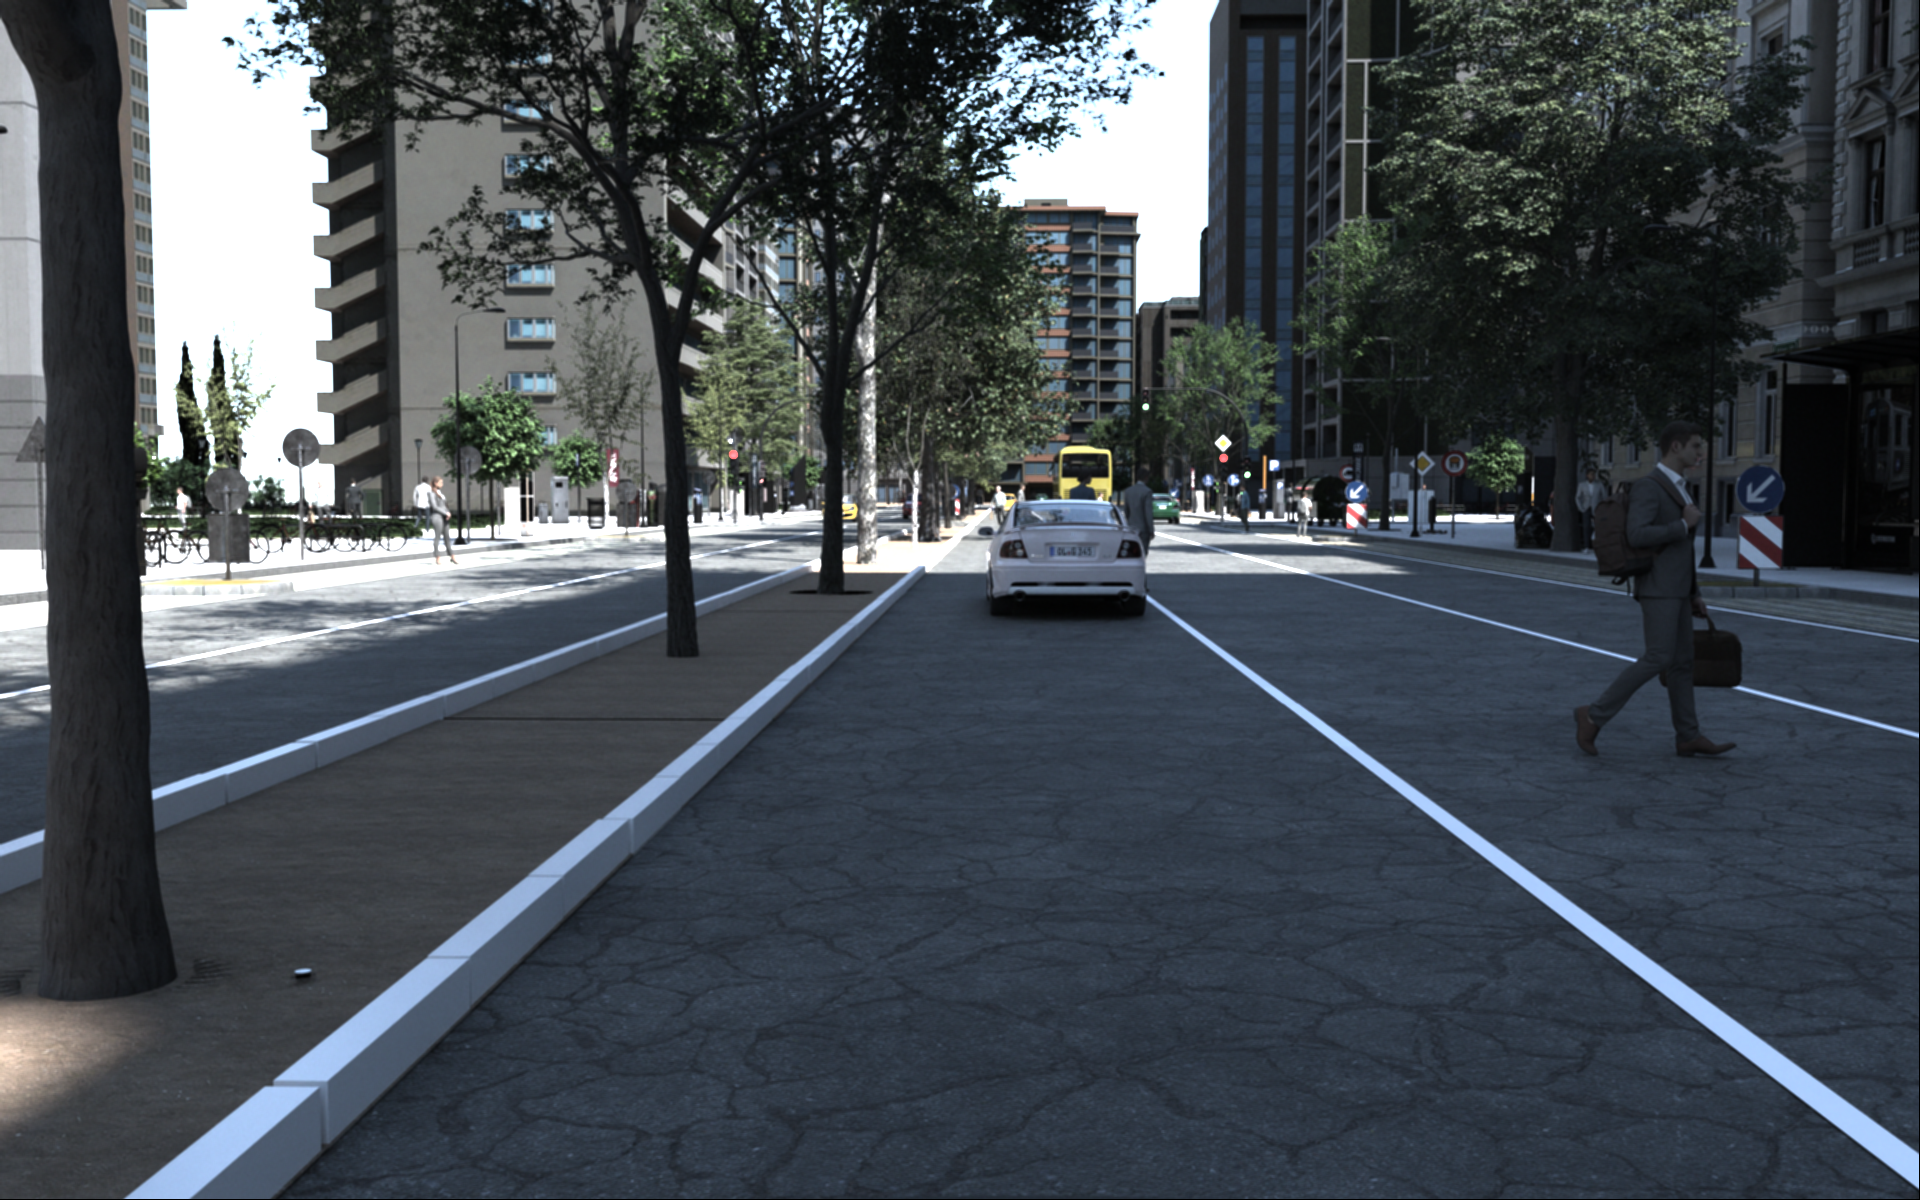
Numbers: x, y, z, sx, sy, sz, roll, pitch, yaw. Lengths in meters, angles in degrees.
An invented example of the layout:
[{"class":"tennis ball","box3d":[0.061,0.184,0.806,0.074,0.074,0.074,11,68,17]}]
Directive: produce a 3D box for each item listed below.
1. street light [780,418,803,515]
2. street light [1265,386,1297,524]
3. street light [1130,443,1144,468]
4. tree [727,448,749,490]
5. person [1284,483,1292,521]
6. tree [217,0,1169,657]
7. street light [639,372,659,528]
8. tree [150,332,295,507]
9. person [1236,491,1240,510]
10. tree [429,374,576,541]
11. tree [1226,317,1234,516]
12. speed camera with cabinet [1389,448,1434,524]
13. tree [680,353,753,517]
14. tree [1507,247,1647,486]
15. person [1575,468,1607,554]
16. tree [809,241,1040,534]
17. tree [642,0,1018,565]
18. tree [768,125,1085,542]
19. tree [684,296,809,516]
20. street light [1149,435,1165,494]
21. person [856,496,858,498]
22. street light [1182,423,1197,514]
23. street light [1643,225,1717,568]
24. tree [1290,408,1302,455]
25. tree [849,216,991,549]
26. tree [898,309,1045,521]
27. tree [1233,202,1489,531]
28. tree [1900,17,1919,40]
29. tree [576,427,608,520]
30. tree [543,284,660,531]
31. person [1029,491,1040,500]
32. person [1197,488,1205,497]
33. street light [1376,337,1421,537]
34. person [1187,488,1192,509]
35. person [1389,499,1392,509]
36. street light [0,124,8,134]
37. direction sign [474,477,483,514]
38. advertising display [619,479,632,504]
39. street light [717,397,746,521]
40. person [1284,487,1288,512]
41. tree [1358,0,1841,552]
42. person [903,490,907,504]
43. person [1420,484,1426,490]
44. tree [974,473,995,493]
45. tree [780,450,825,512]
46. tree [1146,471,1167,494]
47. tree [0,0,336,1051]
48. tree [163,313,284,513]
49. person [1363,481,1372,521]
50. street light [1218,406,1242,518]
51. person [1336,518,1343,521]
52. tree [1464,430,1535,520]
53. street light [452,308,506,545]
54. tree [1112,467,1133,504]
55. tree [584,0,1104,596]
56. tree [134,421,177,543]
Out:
[{"class":"street light","box3d":[-10.298,-8.153,105.843,1.470,5.913,1.316,0,4,2]},{"class":"street light","box3d":[13.762,-6.218,74.203,1.470,5.913,1.316,0,4,2]},{"class":"street light","box3d":[16.030,-11.265,156.728,1.470,5.913,1.316,0,4,2]},{"class":"tree","box3d":[-15.530,-8.440,121.712,4.285,4.588,4.351,0,3,0]},{"class":"person","box3d":[15.666,-4.649,82.238,0.473,1.802,0.592,-1,4,-11]},{"class":"tree","box3d":[-2.402,-4.793,15.238,8.767,10.594,7.601,0,4,2]},{"class":"street light","box3d":[-11.396,-5.659,65.063,1.470,5.913,1.316,0,4,2]},{"class":"tree","box3d":[-63.685,-14.837,144.407,13.155,14.587,18.604,-1,4,-10]},{"class":"person","box3d":[20.231,-7.147,125.492,0.503,1.515,0.523,1,4,9]},{"class":"tree","box3d":[-12.911,-3.913,47.694,4.285,4.588,4.351,0,3,0]},{"class":"tree","box3d":[15.155,-10.763,101.736,9.928,11.665,9.643,0,3,0]},{"class":"speed camera with cabinet","box3d":[19.350,-4.885,74.213,0.660,3.252,2.038,-2,4,-35]},{"class":"tree","box3d":[-12.584,-8.520,89.656,4.737,8.622,4.395,0,3,0]},{"class":"tree","box3d":[17.853,-6.134,50.658,4.360,8.622,3.978,0,3,0]},{"class":"person","box3d":[13.612,-1.924,37.346,0.661,1.843,0.795,2,4,24]},{"class":"tree","box3d":[-1.008,-8.672,62.373,7.486,12.596,7.792,0,3,0]},{"class":"tree","box3d":[-3.076,-10.830,35.419,12.611,20.169,13.585,0,3,0]},{"class":"tree","box3d":[-0.976,-8.099,51.890,9.611,12.733,9.660,0,3,0]},{"class":"tree","box3d":[-12.020,-11.135,100.189,7.486,12.596,7.792,0,3,0]},{"class":"street light","box3d":[15.385,-9.953,135.279,1.470,5.913,1.316,0,4,2]},{"class":"person","box3d":[-13.121,-13.160,222.130,0.541,1.710,0.530,-1,4,-17]},{"class":"street light","box3d":[14.796,-8.597,113.101,1.470,5.913,1.316,0,4,2]},{"class":"street light","box3d":[12.480,-3.516,30.020,1.470,5.913,1.316,0,4,2]},{"class":"tree","box3d":[28.294,-11.473,137.943,4.360,8.622,3.978,0,3,0]},{"class":"tree","box3d":[-1.191,-5.635,44.945,4.360,8.622,3.978,0,3,0]},{"class":"tree","box3d":[-0.280,-10.833,86.238,9.857,13.997,8.962,0,3,0]},{"class":"tree","box3d":[15.012,-8.233,60.371,9.928,11.665,9.643,0,3,0]},{"class":"tree","box3d":[13.344,-5.573,16.879,9.928,11.665,9.643,0,3,0]},{"class":"tree","box3d":[-18.774,-6.189,84.912,4.285,4.588,4.351,0,3,0]},{"class":"tree","box3d":[-12.373,-6.729,60.377,4.360,8.622,3.978,0,3,0]},{"class":"person","box3d":[8.437,-11.495,196.458,1.348,1.823,0.705,-1,4,-13]},{"class":"person","box3d":[22.200,-9.484,161.121,1.348,1.822,0.705,3,4,37]},{"class":"street light","box3d":[13.024,-4.828,51.472,1.470,5.913,1.316,0,4,2]},{"class":"person","box3d":[20.087,-8.898,151.375,0.795,1.843,0.661,2,4,31]},{"class":"person","box3d":[25.877,-6.025,104.655,0.850,1.850,0.679,0,4,7]},{"class":"street light","box3d":[-12.622,-3.015,21.844,1.470,5.913,1.316,0,4,2]},{"class":"direction sign","box3d":[-23.186,-5.625,83.958,0.876,3.537,0.379,-2,4,-34]},{"class":"advertising display","box3d":[-14.608,-4.313,75.731,0.123,1.923,0.974,-3,4,-39]},{"class":"street light","box3d":[-10.957,-6.760,83.064,1.470,5.913,1.316,0,4,2]},{"class":"person","box3d":[22.795,-7.029,121.210,0.600,1.795,0.529,-1,4,-18]},{"class":"tree","box3d":[13.653,-8.052,38.299,9.857,13.997,8.962,0,3,0]},{"class":"person","box3d":[-7.599,-13.984,234.812,0.705,1.807,1.348,2,4,34]},{"class":"person","box3d":[24.211,-5.163,90.436,0.794,1.824,0.713,0,4,3]},{"class":"tree","box3d":[1.105,-11.520,141.169,4.737,8.622,4.395,0,3,0]},{"class":"tree","box3d":[-11.374,-8.627,124.769,4.285,4.588,4.351,0,3,0]},{"class":"tree","box3d":[16.551,-9.557,150.855,1.663,3.219,1.824,0,3,0]},{"class":"tree","box3d":[-2.452,-5.606,4.480,12.009,13.543,11.850,0,3,0]},{"class":"tree","box3d":[-29.347,-7.303,69.766,4.737,8.622,4.395,0,3,0]},{"class":"person","box3d":[19.080,-4.676,81.852,0.648,1.900,0.474,-2,4,-29]},{"class":"street light","box3d":[14.223,-7.244,90.979,1.470,5.913,1.316,0,4,2]},{"class":"person","box3d":[17.696,-4.591,81.590,0.515,1.767,0.782,-2,4,-33]},{"class":"tree","box3d":[26.875,-6.270,86.229,4.285,4.588,4.351,0,3,0]},{"class":"street light","box3d":[-12.013,-4.327,43.294,1.470,5.913,1.316,0,4,2]},{"class":"tree","box3d":[18.902,-13.542,205.123,4.285,4.588,4.351,0,3,0]},{"class":"tree","box3d":[-1.731,-5.876,24.290,9.928,11.665,9.643,0,3,0]},{"class":"tree","box3d":[-21.841,-3.132,45.803,1.663,3.219,1.824,0,3,0]}]
